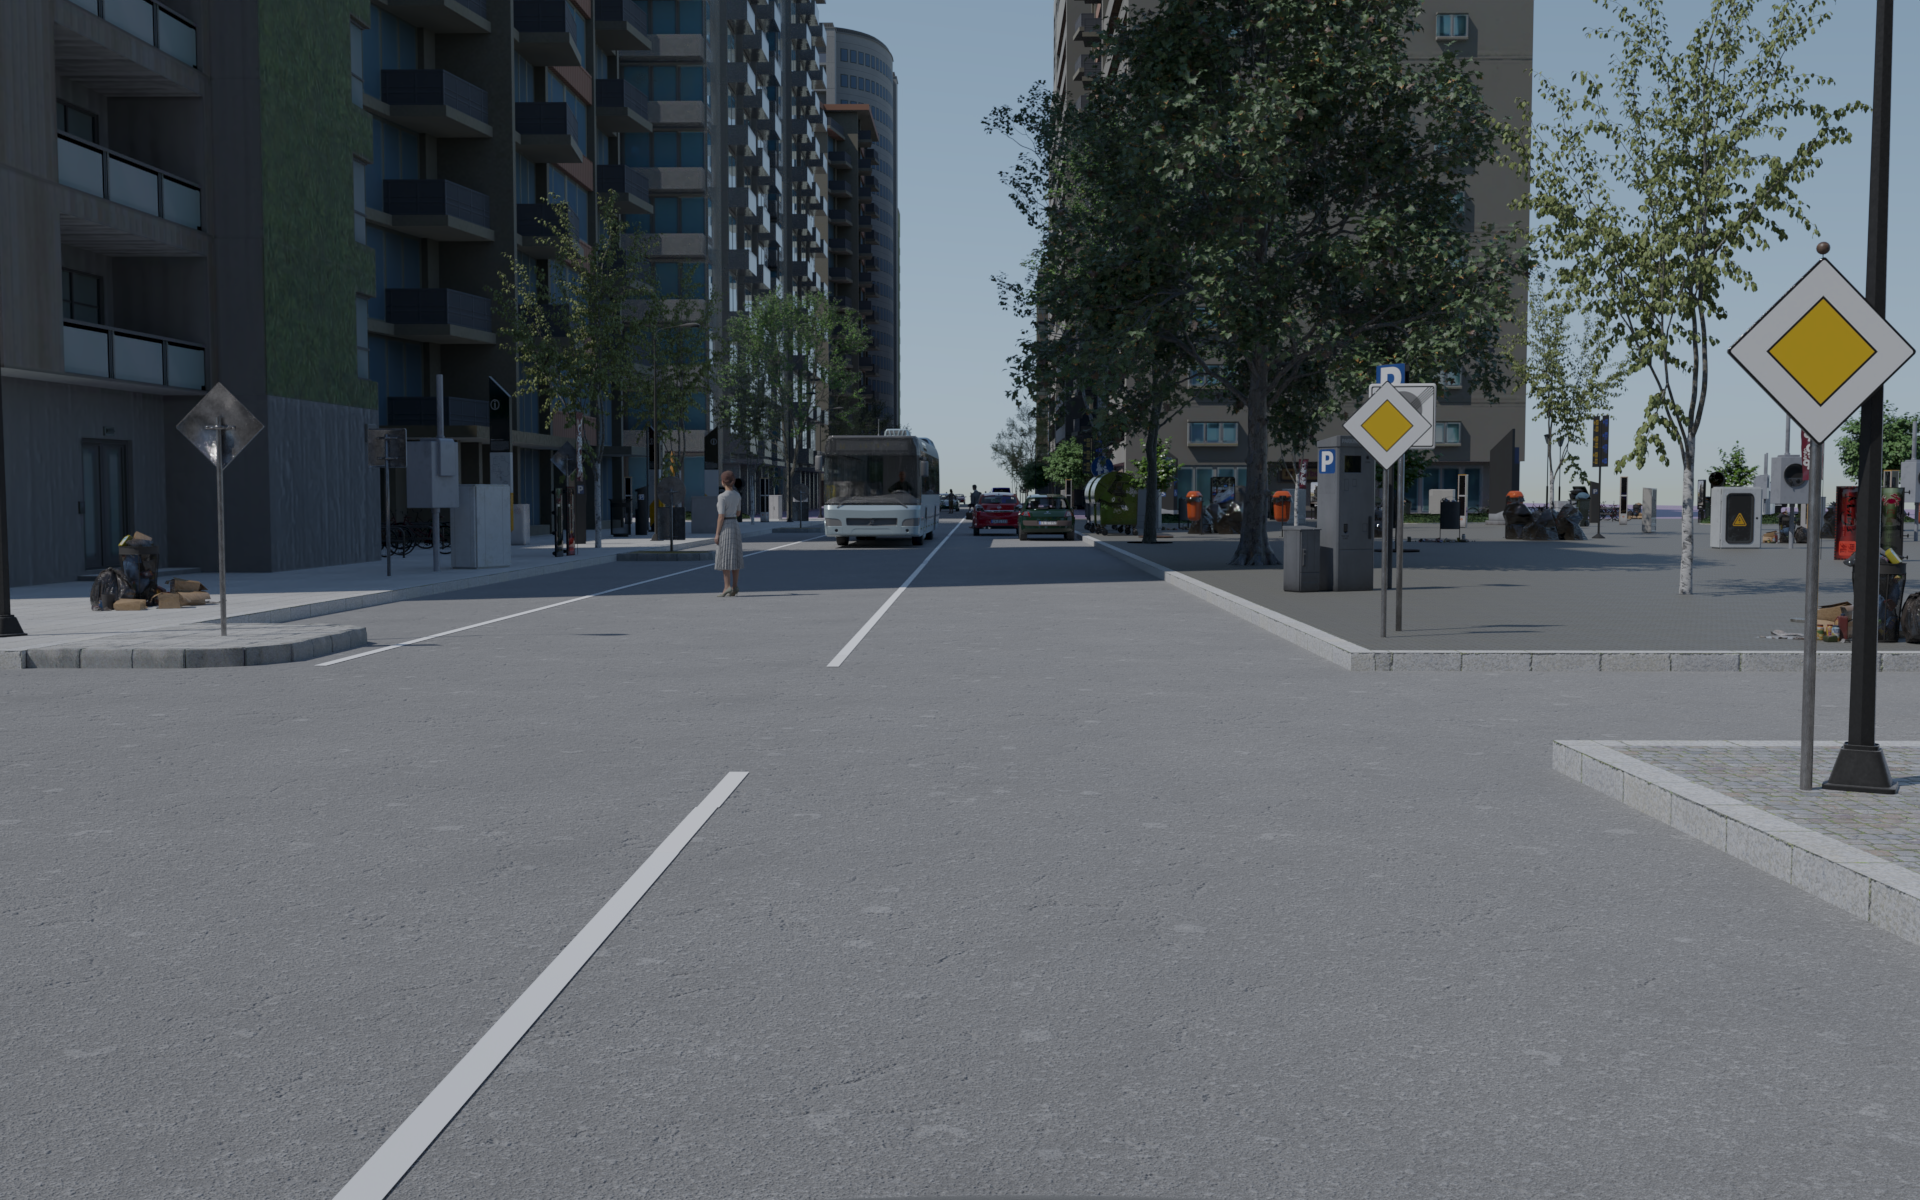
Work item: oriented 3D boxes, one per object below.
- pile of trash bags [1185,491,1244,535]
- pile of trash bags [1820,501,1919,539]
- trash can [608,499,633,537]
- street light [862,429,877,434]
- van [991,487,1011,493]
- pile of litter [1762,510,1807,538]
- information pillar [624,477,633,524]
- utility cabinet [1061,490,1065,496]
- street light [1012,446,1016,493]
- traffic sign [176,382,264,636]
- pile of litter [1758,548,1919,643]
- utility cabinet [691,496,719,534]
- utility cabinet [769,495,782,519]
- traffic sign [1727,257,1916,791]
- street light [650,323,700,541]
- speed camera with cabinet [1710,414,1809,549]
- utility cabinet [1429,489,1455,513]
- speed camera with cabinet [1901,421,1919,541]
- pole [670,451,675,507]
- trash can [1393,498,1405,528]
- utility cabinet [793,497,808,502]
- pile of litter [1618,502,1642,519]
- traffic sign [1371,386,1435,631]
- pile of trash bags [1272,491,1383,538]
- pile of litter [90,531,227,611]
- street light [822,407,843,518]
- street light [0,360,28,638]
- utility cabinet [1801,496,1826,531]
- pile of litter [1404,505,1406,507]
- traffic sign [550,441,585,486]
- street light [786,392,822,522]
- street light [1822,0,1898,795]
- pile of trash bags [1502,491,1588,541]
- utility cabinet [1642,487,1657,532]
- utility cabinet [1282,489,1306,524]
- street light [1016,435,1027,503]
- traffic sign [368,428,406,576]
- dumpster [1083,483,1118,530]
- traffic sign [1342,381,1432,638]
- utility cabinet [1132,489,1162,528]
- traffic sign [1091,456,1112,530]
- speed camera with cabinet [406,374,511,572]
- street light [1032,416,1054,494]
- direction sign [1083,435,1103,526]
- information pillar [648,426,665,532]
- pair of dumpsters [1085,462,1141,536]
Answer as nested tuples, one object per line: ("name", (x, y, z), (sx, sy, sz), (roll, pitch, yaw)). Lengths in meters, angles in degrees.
("pile of trash bags", (8.149, -2.800, 55.528), (1.912, 1.369, 3.447), (2, 4, 33))
("pile of trash bags", (26.141, -2.408, 49.115), (1.912, 1.369, 3.447), (-1, 4, -23))
("trash can", (-10.161, -2.459, 51.858), (0.748, 1.137, 0.748), (0, 3, 0))
("street light", (-6.482, -9.286, 124.371), (1.470, 5.913, 1.316), (0, 4, 1))
("van", (3.737, -9.523, 160.085), (2.240, 2.365, 5.245), (0, 4, -1))
("pile of litter", (21.538, -1.916, 45.292), (1.719, 0.858, 1.176), (2, 4, 29))
("information pillar", (-14.210, -4.265, 74.229), (0.304, 2.012, 0.304), (0, 4, -5))
("utility cabinet", (5.362, -4.900, 88.786), (0.318, 1.500, 1.173), (0, 4, -3))
("street light", (5.782, -11.899, 167.087), (1.470, 5.913, 1.316), (0, 4, 1))
("traffic sign", (-6.657, -0.732, 15.608), (0.795, 2.450, 0.064), (0, 4, 1))
("pile of litter", (8.027, -0.080, 15.279), (1.719, 0.858, 1.176), (3, 4, 37))
("utility cabinet", (-8.216, -2.763, 56.344), (1.020, 1.237, 0.306), (0, 4, -1))
("utility cabinet", (-9.640, -4.794, 89.550), (1.020, 1.237, 0.306), (3, 5, 42))
("traffic sign", (3.667, -0.233, 7.449), (0.795, 2.450, 0.064), (0, 4, 1))
("street light", (-7.747, -4.565, 47.171), (1.470, 5.913, 1.316), (0, 4, 1))
("speed camera with cabinet", (18.772, -2.831, 40.624), (2.038, 3.252, 0.660), (0, 4, 2))
("utility cabinet", (23.068, -4.541, 82.921), (1.173, 1.500, 0.318), (3, 4, 37))
("speed camera with cabinet", (25.285, -3.204, 46.721), (2.038, 3.252, 0.660), (-1, 4, -14))
("pole", (-13.654, -5.409, 82.285), (0.158, 3.312, 0.155), (0, 3, 0))
("trash can", (16.520, -3.305, 65.691), (0.748, 1.137, 0.748), (0, 3, 0))
("utility cabinet", (-8.032, -4.653, 87.233), (0.306, 1.237, 1.020), (-2, 4, -35))
("pile of litter", (34.666, -4.571, 88.701), (1.176, 0.858, 1.719), (-3, 5, -43))
("traffic sign", (4.104, -0.857, 16.139), (0.606, 2.300, 0.079), (0, 4, 7))
("pile of trash bags", (11.051, -2.567, 51.717), (3.447, 1.369, 1.912), (1, 4, 8))
("pile of litter", (-9.132, -0.353, 19.744), (1.176, 0.858, 1.719), (3, 4, 36))
("street light", (-6.923, -7.346, 92.649), (1.470, 5.913, 1.316), (0, 4, 1))
("street light", (-8.084, -2.624, 15.447), (1.470, 5.913, 1.316), (0, 4, 1))
("utility cabinet", (29.247, -2.948, 59.354), (1.020, 1.237, 0.306), (-2, 4, -32))
("pile of litter", (21.196, -4.268, 83.745), (1.176, 0.858, 1.719), (-3, 5, -40))
("traffic sign", (-8.528, -2.229, 37.630), (0.795, 2.450, 0.064), (1, 4, 10))
("street light", (-7.229, -6.505, 78.892), (1.470, 5.913, 1.316), (0, 4, 1))
("street light", (3.392, -2.132, 7.403), (1.470, 5.913, 1.316), (0, 4, 1))
("pile of trash bags", (16.334, -2.414, 49.215), (1.912, 1.369, 3.447), (0, 4, -6))
("utility cabinet", (23.045, -3.008, 57.858), (0.318, 1.500, 1.173), (2, 4, 29))
("utility cabinet", (14.232, -3.981, 73.771), (1.173, 1.500, 0.318), (-3, 4, -37))
("street light", (5.356, -9.959, 135.364), (1.470, 5.913, 1.316), (0, 4, 1))
("traffic sign", (-8.919, -1.521, 26.994), (0.606, 2.300, 0.079), (0, 4, 3))
("dumpster", (5.068, -3.426, 61.768), (1.264, 1.857, 1.865), (0, 4, 1))
("traffic sign", (3.786, -0.721, 15.433), (0.795, 2.450, 0.064), (0, 4, 1))
("utility cabinet", (6.996, -3.458, 65.209), (1.173, 1.500, 0.318), (2, 4, 30))
("traffic sign", (4.780, -3.557, 58.260), (0.768, 2.556, 0.104), (0, 4, 6))
("speed camera with cabinet", (-8.513, -2.148, 29.453), (0.660, 3.252, 2.038), (1, 4, 23))
("street light", (4.987, -7.983, 103.055), (1.470, 5.913, 1.316), (0, 4, 1))
("direction sign", (5.116, -4.578, 66.852), (0.876, 3.537, 0.379), (-2, 4, -27))
("information pillar", (-10.309, -4.106, 58.496), (0.504, 3.616, 0.183), (2, 4, 35))
("pair of dumpsters", (4.882, -3.218, 55.115), (1.574, 2.255, 4.437), (0, 4, 1))
